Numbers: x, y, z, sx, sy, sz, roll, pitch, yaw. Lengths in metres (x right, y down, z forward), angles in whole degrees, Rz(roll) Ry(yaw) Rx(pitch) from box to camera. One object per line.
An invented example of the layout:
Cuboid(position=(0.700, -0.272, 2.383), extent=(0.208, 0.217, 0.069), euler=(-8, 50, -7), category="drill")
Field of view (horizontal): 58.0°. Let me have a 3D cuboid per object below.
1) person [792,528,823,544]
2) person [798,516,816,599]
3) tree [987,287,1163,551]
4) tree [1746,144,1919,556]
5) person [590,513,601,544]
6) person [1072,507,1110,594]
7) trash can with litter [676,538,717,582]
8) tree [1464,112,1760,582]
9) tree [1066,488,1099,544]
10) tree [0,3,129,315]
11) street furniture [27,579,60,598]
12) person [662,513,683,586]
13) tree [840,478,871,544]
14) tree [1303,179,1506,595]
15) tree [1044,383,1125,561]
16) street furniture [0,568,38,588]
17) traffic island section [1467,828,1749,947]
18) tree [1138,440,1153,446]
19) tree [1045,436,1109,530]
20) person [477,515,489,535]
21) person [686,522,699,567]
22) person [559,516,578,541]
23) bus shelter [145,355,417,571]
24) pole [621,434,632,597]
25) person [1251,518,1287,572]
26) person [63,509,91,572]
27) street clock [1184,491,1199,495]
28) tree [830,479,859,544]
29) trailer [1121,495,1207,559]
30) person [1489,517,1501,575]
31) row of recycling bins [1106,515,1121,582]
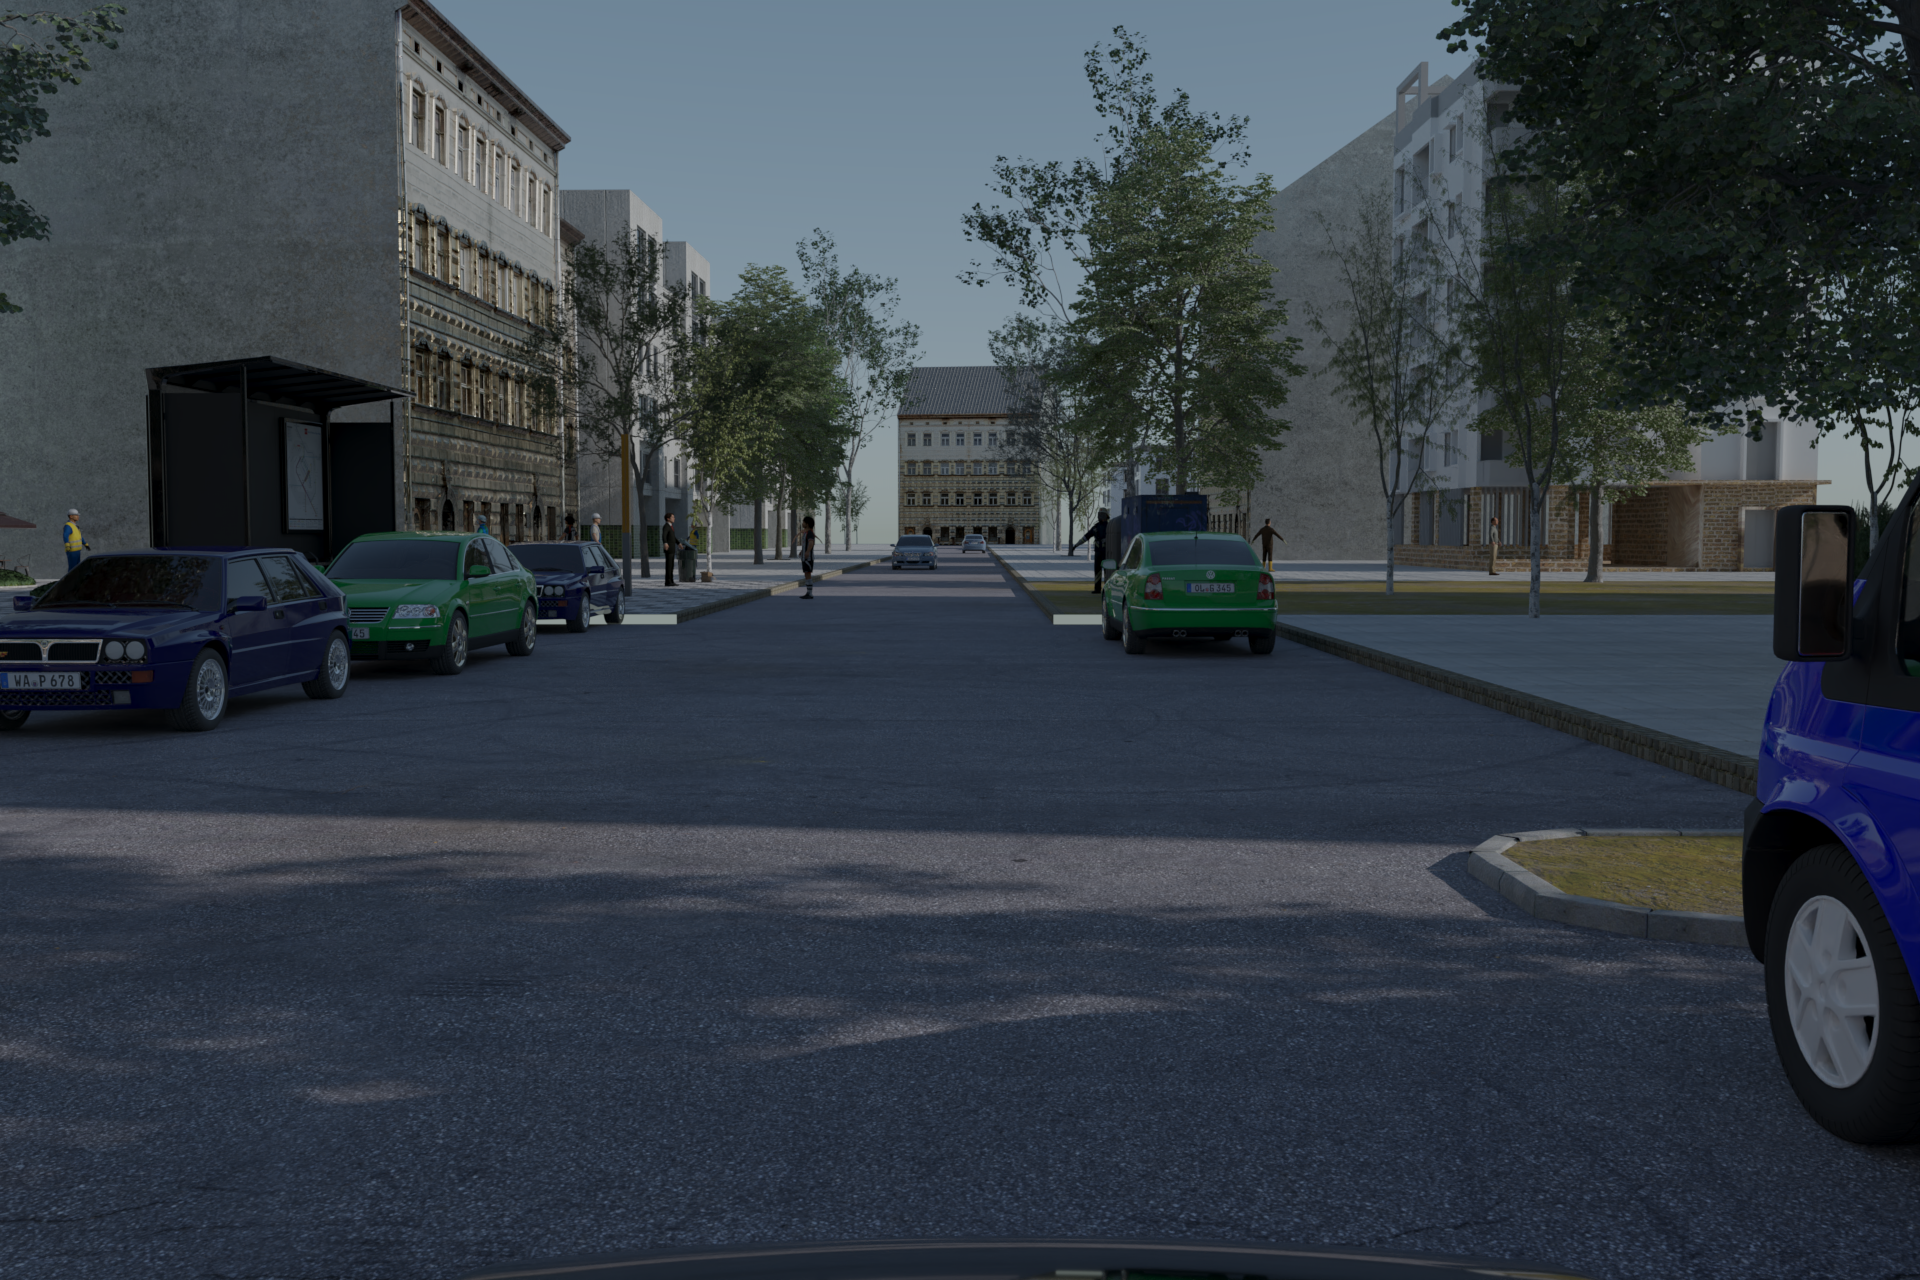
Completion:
Cuboid(position=(-5.670, -3.513, 64.234), extent=(1.217, 1.733, 0.721), euler=(-2, 4, -28), category="person")
Cuboid(position=(-3.389, -1.815, 38.284), extent=(0.704, 1.843, 1.345), euler=(-1, 4, -11), category="person")
Cuboid(position=(8.733, -16.834, 131.118), extent=(12.611, 20.169, 13.585), euler=(0, 3, 0), category="tree")
Cuboid(position=(16.780, -4.982, 31.810), extent=(4.737, 8.622, 4.395), euler=(0, 3, 0), category="tree")
Cuboid(position=(-9.870, -2.522, 47.091), extent=(0.705, 1.847, 1.347), euler=(-1, 4, -11), category="person")
Cuboid(position=(3.052, -1.918, 37.136), extent=(1.354, 1.856, 0.705), euler=(2, 4, 28), category="person")
Cuboid(position=(-7.013, -2.122, 46.076), extent=(1.055, 1.170, 0.624), euler=(0, 4, 1), category="trash can with litter")
Cuboid(position=(17.133, -7.827, 46.102), extent=(7.486, 12.596, 7.792), euler=(0, 3, 0), category="tree")
Cuboid(position=(15.640, -16.569, 221.260), extent=(4.737, 8.622, 4.395), euler=(0, 3, 0), category="tree")
Cuboid(position=(-12.253, -6.587, 14.355), extent=(9.857, 13.997, 8.962), euler=(0, 3, 0), category="tree")
Cuboid(position=(-13.141, -1.185, 34.997), extent=(10.072, 0.657, 5.734), euler=(-2, 4, -28), category="street furniture")
Cuboid(position=(-7.107, -2.224, 42.554), extent=(0.705, 1.806, 1.347), euler=(0, 4, 7), category="person")
Cuboid(position=(-13.677, -16.833, 225.573), extent=(4.737, 8.622, 4.395), euler=(0, 3, 0), category="tree")
Cuboid(position=(9.095, -5.269, 36.514), extent=(4.360, 8.622, 3.978), euler=(0, 3, 0), category="tree")
Cuboid(position=(6.309, -8.141, 83.471), extent=(4.360, 8.622, 3.978), euler=(0, 3, 0), category="tree")
Cuboid(position=(-26.616, -1.453, 39.389), extent=(5.734, 0.657, 10.072), euler=(2, 4, 33), category="street furniture")
Cuboid(position=(3.143, 0.973, 6.953), extent=(1.991, 0.108, 1.994), euler=(0, 3, 0), category="traffic island section")
Cuboid(position=(24.481, -19.174, 223.871), extent=(12.009, 13.543, 11.850), euler=(0, 3, 0), category="tree")
Cuboid(position=(6.956, -9.859, 111.556), extent=(4.360, 8.622, 3.978), euler=(0, 3, 0), category="tree")
Cuboid(position=(-13.670, -2.649, 49.436), extent=(0.704, 1.817, 1.347), euler=(0, 4, 2), category="person")
Cuboid(position=(-10.310, -3.675, 66.545), extent=(0.721, 1.772, 1.216), euler=(-2, 4, -29), category="person")
Cuboid(position=(-11.590, -2.759, 51.261), extent=(0.704, 1.843, 1.345), euler=(1, 4, 15), category="person")
Cuboid(position=(-9.916, -2.118, 25.909), extent=(1.731, 3.624, 6.357), euler=(0, 3, 0), category="bus shelter")
Cuboid(position=(-6.818, -2.542, 35.406), extent=(0.158, 3.312, 0.155), euler=(0, 3, 0), category="pole")
Cuboid(position=(10.485, -3.231, 58.962), extent=(1.346, 1.812, 0.704), euler=(3, 4, 37), category="person")
Cuboid(position=(-19.434, -1.961, 38.036), extent=(0.705, 1.833, 1.349), euler=(-1, 4, -9), category="person")
Cuboid(position=(3.935, -1.523, 29.466), extent=(0.358, 2.002, 0.471), euler=(0, 4, 1), category="street clock")
Cuboid(position=(-14.916, -16.536, 220.725), extent=(4.737, 8.622, 4.395), euler=(0, 3, 0), category="tree")
Cuboid(position=(3.066, -1.221, 27.006), extent=(1.471, 1.999, 3.904), euler=(0, 4, -1), category="trailer")
Cuboid(position=(16.586, -2.905, 53.766), extent=(0.705, 1.796, 1.348), euler=(2, 4, 26), category="person")
Cuboid(position=(3.439, -1.663, 34.302), extent=(1.069, 1.692, 3.534), euler=(0, 4, -1), category="row of recycling bins")
